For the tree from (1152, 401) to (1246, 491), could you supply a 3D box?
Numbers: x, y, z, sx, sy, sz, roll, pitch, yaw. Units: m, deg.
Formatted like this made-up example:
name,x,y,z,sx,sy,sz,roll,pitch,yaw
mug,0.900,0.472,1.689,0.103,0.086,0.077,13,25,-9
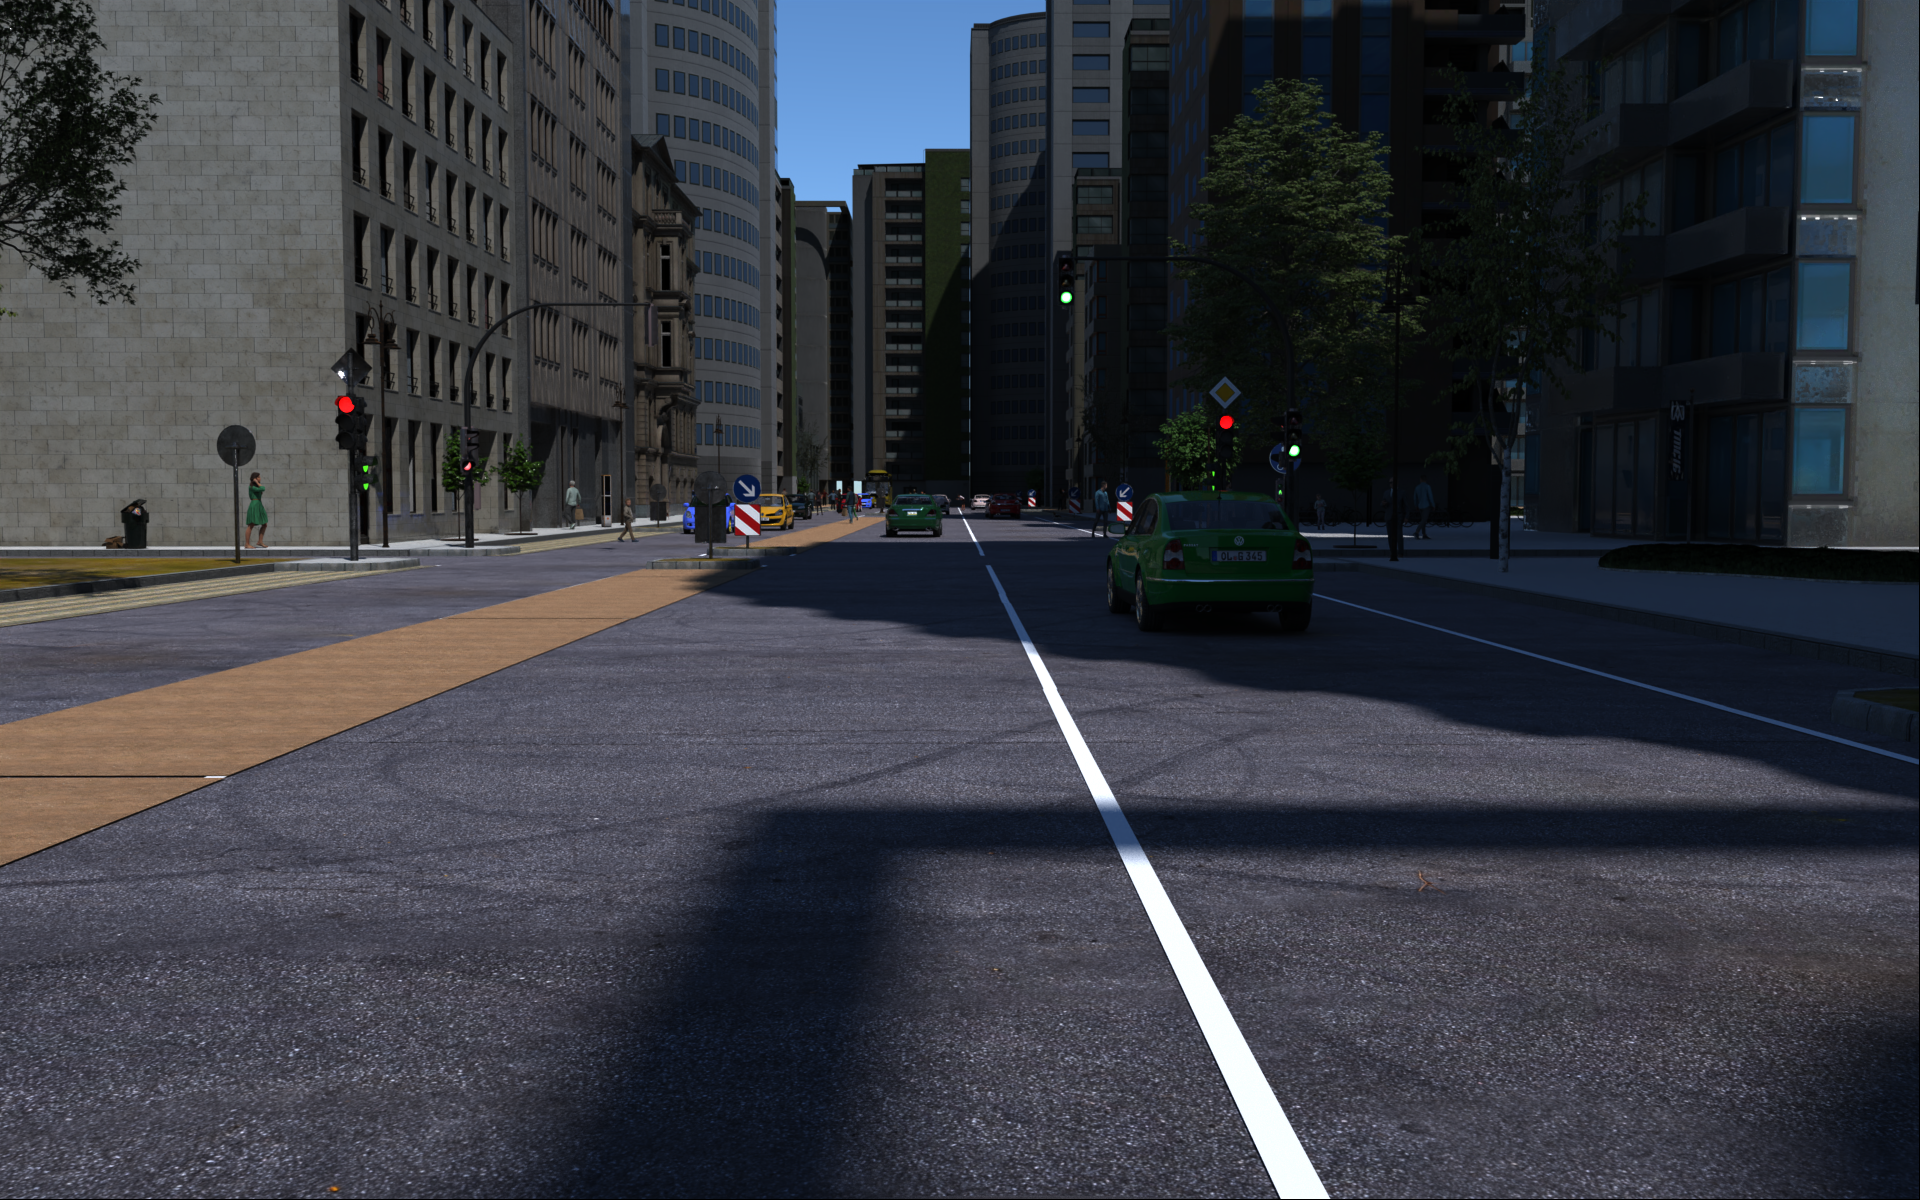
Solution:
name,x,y,z,sx,sy,sz,roll,pitch,yaw
tree,8.417,-4.731,61.058,4.285,4.588,4.351,0,3,0

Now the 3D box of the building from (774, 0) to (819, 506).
name,x,y,z,sx,sy,sz,roll,pitch,yaw
building,-31.087,-52.954,178.465,31.000,86.520,22.319,0,4,0

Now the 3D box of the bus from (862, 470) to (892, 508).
name,x,y,z,sx,sy,sz,roll,pitch,yaw
bus,-8.450,-11.531,180.077,2.896,3.916,12.252,0,4,-1

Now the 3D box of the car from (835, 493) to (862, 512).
name,x,y,z,sx,sy,sz,roll,pitch,yaw
car,-8.861,-7.920,138.530,2.155,1.783,4.494,0,4,1

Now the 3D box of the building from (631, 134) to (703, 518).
name,x,y,z,sx,sy,sz,roll,pitch,yaw
building,-22.312,-16.967,96.487,14.460,24.649,34.723,0,4,0

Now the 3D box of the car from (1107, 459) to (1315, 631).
name,x,y,z,sx,sy,sz,roll,pitch,yaw
car,2.711,-0.652,19.461,1.959,1.807,4.718,0,4,-2

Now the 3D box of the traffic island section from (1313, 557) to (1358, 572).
name,x,y,z,sx,sy,sz,roll,pitch,yaw
traffic island section,6.360,-0.683,33.445,2.009,0.180,2.903,0,4,0

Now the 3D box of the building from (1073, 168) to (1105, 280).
name,x,y,z,sx,sy,sz,roll,pitch,yaw
building,16.999,-23.507,156.044,14.160,30.474,14.107,0,4,0

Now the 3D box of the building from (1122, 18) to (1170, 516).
name,x,y,z,sx,sy,sz,roll,pitch,yaw
building,16.994,-20.652,109.369,14.160,30.474,14.107,0,4,0

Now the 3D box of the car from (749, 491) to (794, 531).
name,x,y,z,sx,sy,sz,roll,pitch,yaw
car,-7.659,-3.612,69.272,2.015,1.641,3.980,0,4,1

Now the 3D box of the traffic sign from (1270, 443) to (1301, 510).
name,x,y,z,sx,sy,sz,roll,pitch,yaw
traffic sign,7.998,-2.601,42.637,0.768,2.556,0.104,0,4,7

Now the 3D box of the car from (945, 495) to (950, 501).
name,x,y,z,sx,sy,sz,roll,pitch,yaw
car,-1.902,-8.719,154.909,2.083,1.381,4.827,0,4,-2

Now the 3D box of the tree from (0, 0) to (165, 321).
name,x,y,z,sx,sy,sz,roll,pitch,yaw
tree,-13.761,-5.345,21.804,8.767,10.594,7.601,1,4,15

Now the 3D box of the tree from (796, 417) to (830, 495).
name,x,y,z,sx,sy,sz,roll,pitch,yaw
tree,-14.636,-13.197,166.138,4.360,8.622,3.978,0,3,0

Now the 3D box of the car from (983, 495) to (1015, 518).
name,x,y,z,sx,sy,sz,roll,pitch,yaw
car,2.481,-5.765,106.622,2.083,1.381,4.827,0,4,0

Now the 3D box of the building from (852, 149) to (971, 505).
name,x,y,z,sx,sy,sz,roll,pitch,yaw
building,-5.735,-32.073,207.984,14.086,41.232,14.154,0,4,0

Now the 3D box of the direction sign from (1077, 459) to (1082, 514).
name,x,y,z,sx,sy,sz,roll,pitch,yaw
direction sign,7.742,-7.339,111.997,0.379,3.537,0.876,0,4,-3

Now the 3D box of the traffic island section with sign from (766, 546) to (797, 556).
name,x,y,z,sx,sy,sz,roll,pitch,yaw
traffic island section with sign,-4.960,-2.012,41.036,2.006,1.907,1.989,0,4,0

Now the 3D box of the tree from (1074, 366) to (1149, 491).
name,x,y,z,sx,sy,sz,roll,pitch,yaw
tree,8.407,-9.083,98.868,4.360,8.622,3.978,0,3,0

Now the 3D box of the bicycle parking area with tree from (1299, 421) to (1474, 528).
name,x,y,z,sx,sy,sz,roll,pitch,yaw
bicycle parking area with tree,16.806,-5.098,70.347,9.016,4.147,8.231,2,4,28

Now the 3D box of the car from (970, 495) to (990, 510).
name,x,y,z,sx,sy,sz,roll,pitch,yaw
car,1.970,-8.736,155.199,2.083,1.381,4.827,0,4,-2

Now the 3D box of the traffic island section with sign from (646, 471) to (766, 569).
name,x,y,z,sx,sy,sz,roll,pitch,yaw
traffic island section with sign,-4.933,-1.559,33.628,2.006,1.907,1.989,0,4,0

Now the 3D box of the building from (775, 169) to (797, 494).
name,x,y,z,sx,sy,sz,roll,pitch,yaw
building,-21.984,-23.245,151.754,14.160,30.474,14.107,0,4,0

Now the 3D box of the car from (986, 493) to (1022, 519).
name,x,y,z,sx,sy,sz,roll,pitch,yaw
car,2.590,-5.632,101.131,2.155,1.783,4.494,0,3,0

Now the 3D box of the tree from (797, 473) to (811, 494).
name,x,y,z,sx,sy,sz,roll,pitch,yaw
tree,-14.623,-10.239,162.003,1.663,3.219,1.824,0,3,0

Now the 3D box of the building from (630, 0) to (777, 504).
name,x,y,z,sx,sy,sz,roll,pitch,yaw
building,-25.778,-35.943,129.661,21.231,58.520,28.212,0,4,0

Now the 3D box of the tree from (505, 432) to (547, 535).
name,x,y,z,sx,sy,sz,roll,pitch,yaw
tree,-13.706,-3.642,54.156,1.663,3.219,1.824,0,3,0

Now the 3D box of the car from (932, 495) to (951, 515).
name,x,y,z,sx,sy,sz,roll,pitch,yaw
car,-1.650,-6.667,121.366,2.083,1.381,4.827,0,4,0

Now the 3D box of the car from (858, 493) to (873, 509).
name,x,y,z,sx,sy,sz,roll,pitch,yaw
car,-9.202,-9.455,164.180,1.945,1.707,3.694,0,4,-2

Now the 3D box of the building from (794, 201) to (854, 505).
name,x,y,z,sx,sy,sz,roll,pitch,yaw
building,-25.040,-32.078,216.359,23.993,40.220,32.217,0,4,0

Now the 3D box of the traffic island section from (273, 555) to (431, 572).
name,x,y,z,sx,sy,sz,roll,pitch,yaw
traffic island section,-11.681,-0.678,33.362,2.009,0.180,2.903,0,4,0

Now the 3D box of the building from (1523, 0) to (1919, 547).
name,x,y,z,sx,sy,sz,roll,pitch,yaw
building,32.764,-26.331,50.126,30.456,49.044,23.786,0,4,0

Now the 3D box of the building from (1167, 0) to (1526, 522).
name,x,y,z,sx,sy,sz,roll,pitch,yaw
building,17.870,-26.507,83.498,14.600,45.320,14.200,0,4,0

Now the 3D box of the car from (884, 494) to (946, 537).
name,x,y,z,sx,sy,sz,roll,pitch,yaw
car,-1.539,-2.882,58.922,2.131,1.459,4.920,0,4,1

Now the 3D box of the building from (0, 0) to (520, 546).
name,x,y,z,sx,sy,sz,roll,pitch,yaw
building,-20.176,-11.950,50.134,10.420,20.320,16.860,0,4,0

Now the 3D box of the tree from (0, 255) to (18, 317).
name,x,y,z,sx,sy,sz,roll,pitch,yaw
tree,-19.353,-4.918,30.779,4.737,8.622,4.395,0,3,0

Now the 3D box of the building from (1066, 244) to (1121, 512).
name,x,y,z,sx,sy,sz,roll,pitch,yaw
building,23.018,-17.710,134.599,27.650,21.520,28.899,0,4,0

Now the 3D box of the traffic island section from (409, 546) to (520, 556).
name,x,y,z,sx,sy,sz,roll,pitch,yaw
traffic island section,-11.720,-1.166,41.347,2.009,0.180,2.903,0,4,0

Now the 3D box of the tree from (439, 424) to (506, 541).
name,x,y,z,sx,sy,sz,roll,pitch,yaw
tree,-13.775,-3.228,47.380,1.663,3.219,1.824,0,3,0

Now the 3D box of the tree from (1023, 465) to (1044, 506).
name,x,y,z,sx,sy,sz,roll,pitch,yaw
tree,8.677,-12.865,194.053,4.285,4.588,4.351,0,3,0

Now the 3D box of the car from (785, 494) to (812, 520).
name,x,y,z,sx,sy,sz,roll,pitch,yaw
car,-9.334,-5.365,97.512,2.009,1.686,4.222,0,4,0

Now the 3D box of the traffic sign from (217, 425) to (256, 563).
name,x,y,z,sx,sy,sz,roll,pitch,yaw
traffic sign,-13.354,-1.948,31.953,0.768,2.556,0.104,1,4,8

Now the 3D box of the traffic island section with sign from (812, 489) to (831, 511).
name,x,y,z,sx,sy,sz,roll,pitch,yaw
traffic island section with sign,-11.899,-8.246,143.445,1.989,1.847,2.006,0,4,0

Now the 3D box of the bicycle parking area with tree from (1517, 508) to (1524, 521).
name,x,y,z,sx,sy,sz,roll,pitch,yaw
bicycle parking area with tree,29.945,-5.623,78.940,9.016,4.147,8.231,1,4,22

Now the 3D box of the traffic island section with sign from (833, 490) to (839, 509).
name,x,y,z,sx,sy,sz,roll,pitch,yaw
traffic island section with sign,-12.026,-9.894,170.400,1.989,1.847,2.006,0,4,0

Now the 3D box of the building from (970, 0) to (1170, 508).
name,x,y,z,sx,sy,sz,roll,pitch,yaw
building,15.399,-40.877,210.337,28.212,58.520,21.231,0,4,0

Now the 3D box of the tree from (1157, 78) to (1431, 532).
name,x,y,z,sx,sy,sz,roll,pitch,yaw
tree,8.991,-7.964,48.335,7.486,12.596,7.792,0,3,0

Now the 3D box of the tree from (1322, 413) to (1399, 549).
name,x,y,z,sx,sy,sz,roll,pitch,yaw
tree,9.378,-2.858,41.338,1.663,3.219,1.824,0,3,0

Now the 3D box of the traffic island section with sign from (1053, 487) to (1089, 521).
name,x,y,z,sx,sy,sz,roll,pitch,yaw
traffic island section with sign,6.072,-5.234,94.198,1.989,1.847,2.006,0,4,0

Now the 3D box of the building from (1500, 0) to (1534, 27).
name,x,y,z,sx,sy,sz,roll,pitch,yaw
building,61.554,-47.205,210.052,20.611,71.187,20.563,0,4,0

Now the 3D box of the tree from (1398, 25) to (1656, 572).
name,x,y,z,sx,sy,sz,roll,pitch,yaw
tree,9.070,-4.771,28.375,4.737,8.622,4.395,0,3,0

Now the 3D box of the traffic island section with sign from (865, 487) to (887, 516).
name,x,y,z,sx,sy,sz,roll,pitch,yaw
traffic island section with sign,-5.339,-6.608,116.173,2.006,1.907,1.989,0,4,0

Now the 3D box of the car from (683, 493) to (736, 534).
name,x,y,z,sx,sy,sz,roll,pitch,yaw
car,-9.086,-3.284,63.280,1.945,1.707,3.694,0,4,-1

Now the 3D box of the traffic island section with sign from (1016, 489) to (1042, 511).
name,x,y,z,sx,sy,sz,roll,pitch,yaw
traffic island section with sign,5.822,-8.268,143.816,1.989,1.847,2.006,0,4,0

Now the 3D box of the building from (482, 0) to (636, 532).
name,x,y,z,sx,sy,sz,roll,pitch,yaw
building,-20.765,-15.311,68.356,12.078,24.808,19.932,0,4,0
